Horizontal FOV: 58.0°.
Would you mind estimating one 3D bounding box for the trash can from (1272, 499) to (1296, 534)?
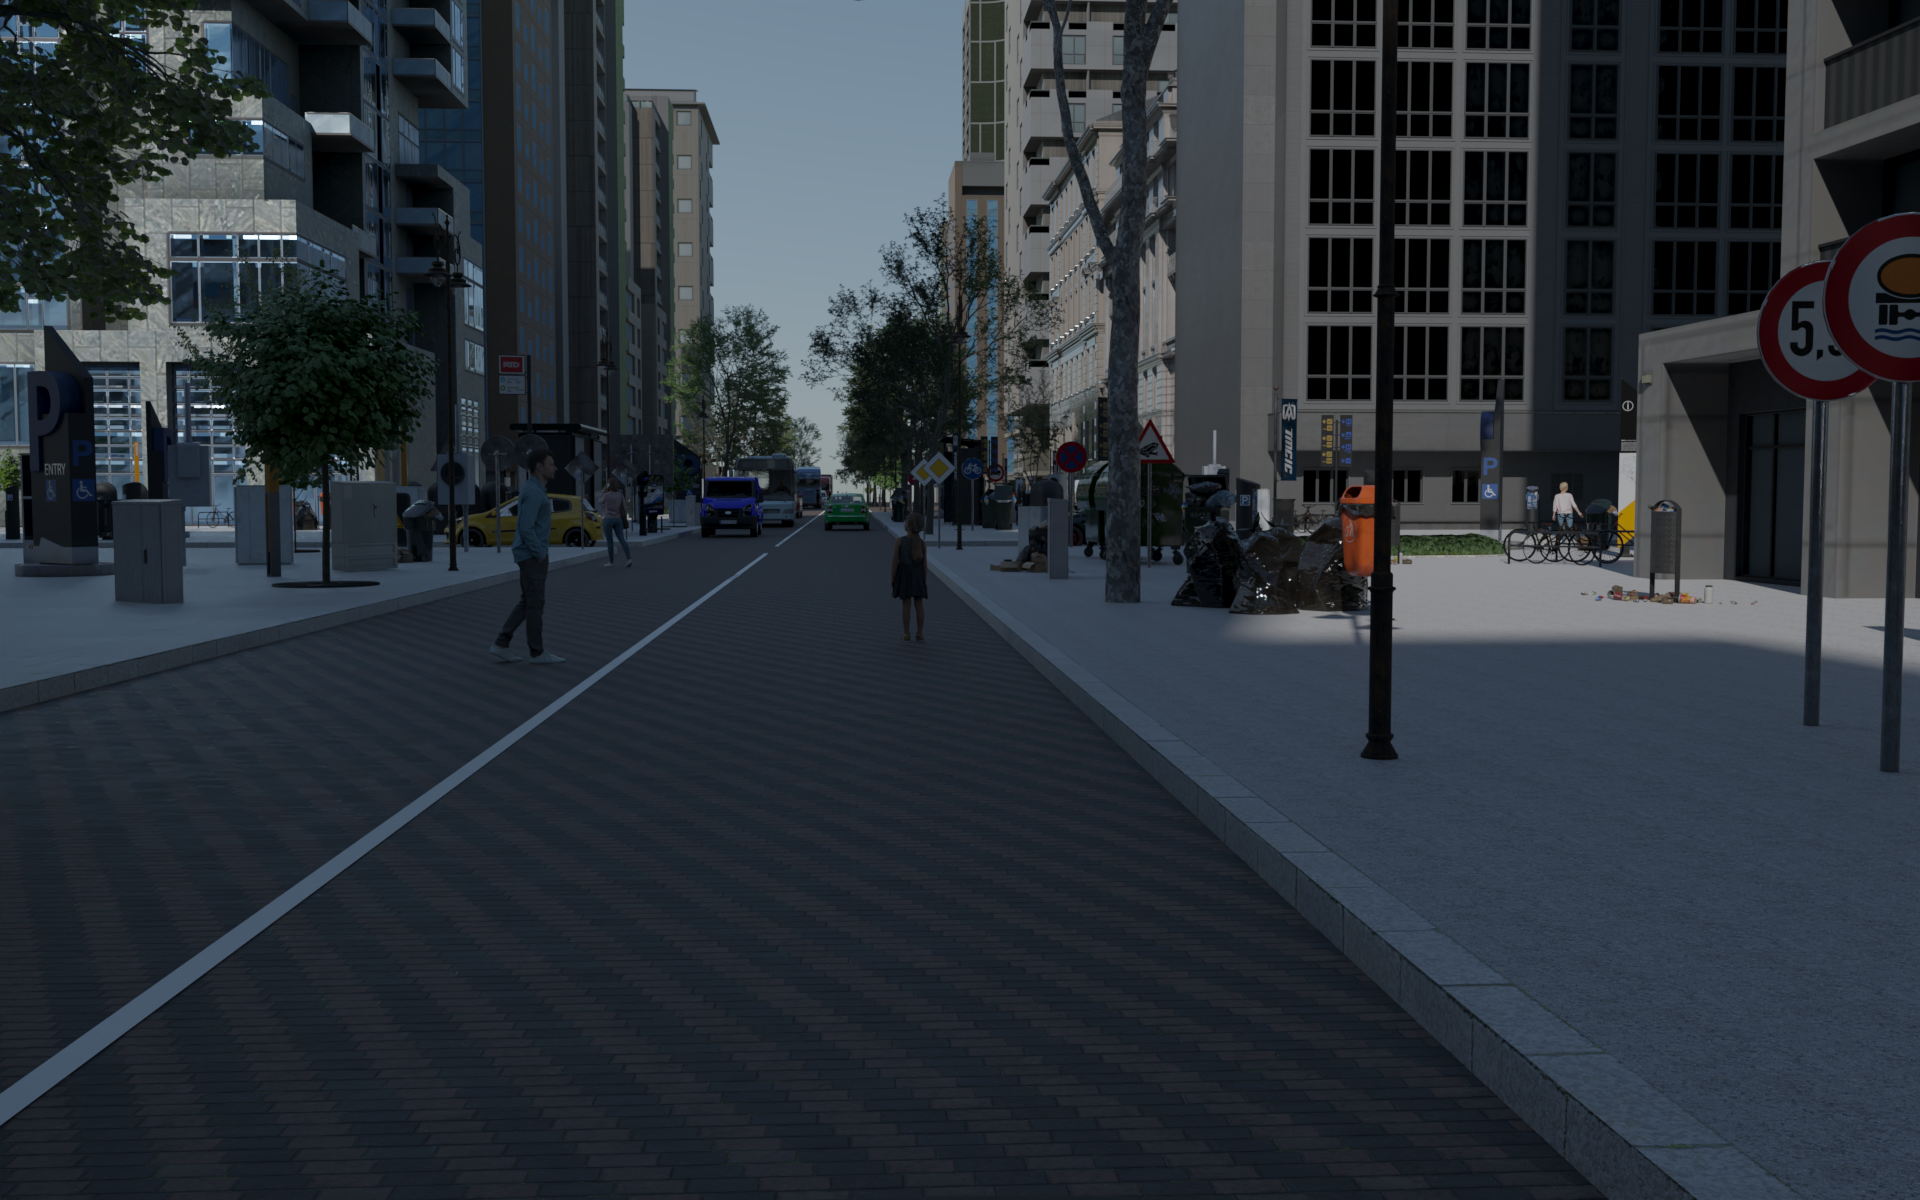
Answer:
[{"bbox_3d":[9.884,-2.519,52.847,0.748,1.137,0.748,0,3,0],"label":"trash can"}]

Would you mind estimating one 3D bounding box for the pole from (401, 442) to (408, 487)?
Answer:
[{"bbox_3d":[-15.154,-3.266,47.249,0.158,3.312,0.155,0,3,0],"label":"pole"}]

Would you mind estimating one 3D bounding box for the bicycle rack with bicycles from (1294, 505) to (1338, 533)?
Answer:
[{"bbox_3d":[11.442,-2.636,56.481,2.852,0.926,2.925,-3,5,-44],"label":"bicycle rack with bicycles"}]

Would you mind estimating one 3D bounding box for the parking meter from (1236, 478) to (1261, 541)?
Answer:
[{"bbox_3d":[4.424,-1.113,26.614,0.372,1.533,0.369,0,3,0],"label":"parking meter"}]

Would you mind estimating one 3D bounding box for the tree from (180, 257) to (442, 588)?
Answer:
[{"bbox_3d":[-8.963,-2.472,24.132,4.285,4.588,4.351,0,3,0],"label":"tree"}]

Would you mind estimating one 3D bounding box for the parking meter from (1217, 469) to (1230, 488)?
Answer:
[{"bbox_3d":[6.000,-2.067,39.512,0.255,1.863,0.399,1,4,15],"label":"parking meter"}]

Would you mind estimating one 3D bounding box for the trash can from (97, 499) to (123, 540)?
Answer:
[{"bbox_3d":[-23.814,-2.256,48.533,0.748,1.137,0.748,0,3,0],"label":"trash can"}]

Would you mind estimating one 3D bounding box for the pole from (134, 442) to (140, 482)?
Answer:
[{"bbox_3d":[-32.223,-4.525,67.829,0.158,3.312,0.155,0,3,0],"label":"pole"}]

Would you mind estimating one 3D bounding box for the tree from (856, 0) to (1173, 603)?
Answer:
[{"bbox_3d":[2.958,-10.102,21.057,12.611,20.169,13.585,0,3,0],"label":"tree"}]

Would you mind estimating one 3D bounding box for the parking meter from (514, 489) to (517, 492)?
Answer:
[{"bbox_3d":[-22.283,-4.830,87.384,0.372,1.533,0.369,0,3,0],"label":"parking meter"}]

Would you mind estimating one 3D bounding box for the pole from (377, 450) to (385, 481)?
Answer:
[{"bbox_3d":[-16.556,-3.406,49.532,0.158,3.312,0.155,0,3,0],"label":"pole"}]

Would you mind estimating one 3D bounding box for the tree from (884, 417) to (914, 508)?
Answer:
[{"bbox_3d":[-5.982,-12.451,153.936,4.360,8.622,3.978,0,3,0],"label":"tree"}]

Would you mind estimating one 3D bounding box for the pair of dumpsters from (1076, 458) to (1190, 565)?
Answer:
[{"bbox_3d":[3.281,-1.878,33.204,1.574,2.255,4.437,0,4,-4],"label":"pair of dumpsters"}]

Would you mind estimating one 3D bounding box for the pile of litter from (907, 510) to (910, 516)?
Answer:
[{"bbox_3d":[-3.213,-4.990,95.547,1.719,0.858,1.176,2,4,31],"label":"pile of litter"}]

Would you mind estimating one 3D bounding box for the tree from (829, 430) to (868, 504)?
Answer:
[{"bbox_3d":[-12.642,-19.881,235.416,12.009,13.543,11.850,0,3,0],"label":"tree"}]

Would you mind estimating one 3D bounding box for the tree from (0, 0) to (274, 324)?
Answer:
[{"bbox_3d":[-8.363,-5.642,10.378,7.486,12.596,7.792,0,3,0],"label":"tree"}]

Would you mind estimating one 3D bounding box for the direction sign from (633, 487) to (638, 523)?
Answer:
[{"bbox_3d":[-14.564,-5.228,77.481,0.379,3.537,0.876,3,5,43],"label":"direction sign"}]

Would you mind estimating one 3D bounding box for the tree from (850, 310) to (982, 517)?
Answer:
[{"bbox_3d":[-2.567,-10.489,97.258,9.928,11.665,9.643,0,3,0],"label":"tree"}]

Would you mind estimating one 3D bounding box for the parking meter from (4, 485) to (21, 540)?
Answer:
[{"bbox_3d":[-26.752,-2.475,48.885,0.372,1.533,0.369,0,3,0],"label":"parking meter"}]

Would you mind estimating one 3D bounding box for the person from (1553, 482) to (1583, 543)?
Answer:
[{"bbox_3d":[15.805,-2.192,45.008,0.731,1.740,0.598,1,4,14],"label":"person"}]

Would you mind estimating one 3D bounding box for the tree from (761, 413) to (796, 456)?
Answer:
[{"bbox_3d":[-16.402,-12.281,151.149,4.360,8.622,3.978,0,3,0],"label":"tree"}]

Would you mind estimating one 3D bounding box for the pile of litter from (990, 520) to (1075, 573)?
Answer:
[{"bbox_3d":[1.187,-0.903,28.736,1.176,0.858,1.719,-1,4,-23],"label":"pile of litter"}]

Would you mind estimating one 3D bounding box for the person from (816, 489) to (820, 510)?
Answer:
[{"bbox_3d":[-13.004,-9.171,158.079,0.705,1.869,1.348,-1,4,-11],"label":"person"}]

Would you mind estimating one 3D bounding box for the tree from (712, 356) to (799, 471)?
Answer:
[{"bbox_3d":[-17.017,-13.716,142.381,7.486,12.596,7.792,0,3,0],"label":"tree"}]

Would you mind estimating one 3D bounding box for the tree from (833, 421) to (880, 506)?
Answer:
[{"bbox_3d":[-9.309,-16.767,191.151,9.611,12.733,9.660,0,3,0],"label":"tree"}]

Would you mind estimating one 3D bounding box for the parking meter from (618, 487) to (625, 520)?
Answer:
[{"bbox_3d":[-15.676,-4.564,80.329,0.399,1.863,0.255,1,4,18],"label":"parking meter"}]

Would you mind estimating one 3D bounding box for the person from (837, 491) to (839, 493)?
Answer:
[{"bbox_3d":[-15.527,-12.978,220.672,0.705,1.826,1.348,-1,4,-22],"label":"person"}]

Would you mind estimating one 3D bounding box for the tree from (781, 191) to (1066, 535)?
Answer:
[{"bbox_3d":[-1.000,-7.339,54.401,8.767,10.594,7.601,0,4,-1],"label":"tree"}]

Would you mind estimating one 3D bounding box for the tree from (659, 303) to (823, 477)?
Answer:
[{"bbox_3d":[-12.641,-10.280,93.830,9.928,11.665,9.643,0,3,0],"label":"tree"}]

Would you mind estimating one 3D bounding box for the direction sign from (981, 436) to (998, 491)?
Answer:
[{"bbox_3d":[1.149,-4.647,67.981,0.876,3.537,0.379,-3,5,-40],"label":"direction sign"}]

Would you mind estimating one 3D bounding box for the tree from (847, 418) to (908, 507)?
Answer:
[{"bbox_3d":[-8.027,-15.728,175.286,7.486,12.596,7.792,0,3,0],"label":"tree"}]

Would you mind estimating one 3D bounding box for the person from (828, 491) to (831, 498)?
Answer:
[{"bbox_3d":[-17.460,-13.741,233.121,0.705,1.831,1.348,-3,5,-40],"label":"person"}]

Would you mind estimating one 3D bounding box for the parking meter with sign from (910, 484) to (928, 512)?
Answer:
[{"bbox_3d":[-2.067,-6.850,108.262,1.738,3.016,0.543,1,4,10],"label":"parking meter with sign"}]

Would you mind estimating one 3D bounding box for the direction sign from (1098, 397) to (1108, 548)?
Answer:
[{"bbox_3d":[3.544,-2.979,40.705,0.876,3.537,0.379,-3,5,-42],"label":"direction sign"}]

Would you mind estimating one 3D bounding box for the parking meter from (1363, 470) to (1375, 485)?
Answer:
[{"bbox_3d":[9.894,-2.205,41.768,0.255,1.863,0.399,0,4,-4],"label":"parking meter"}]

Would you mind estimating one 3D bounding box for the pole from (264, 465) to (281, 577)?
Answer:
[{"bbox_3d":[-10.657,-2.016,26.805,0.158,3.312,0.155,0,3,0],"label":"pole"}]

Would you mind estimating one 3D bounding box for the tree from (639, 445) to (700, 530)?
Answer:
[{"bbox_3d":[-11.120,-4.413,66.752,1.663,3.219,1.824,0,3,0],"label":"tree"}]

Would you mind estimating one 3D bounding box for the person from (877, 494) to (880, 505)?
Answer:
[{"bbox_3d":[-9.564,-11.798,204.624,0.599,1.433,0.991,2,4,33],"label":"person"}]

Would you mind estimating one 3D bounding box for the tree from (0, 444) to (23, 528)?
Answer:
[{"bbox_3d":[-36.608,-4.426,66.965,1.663,3.219,1.824,0,3,0],"label":"tree"}]

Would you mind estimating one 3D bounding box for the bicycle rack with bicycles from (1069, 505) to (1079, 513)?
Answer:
[{"bbox_3d":[4.563,-4.131,80.924,2.925,0.926,2.852,0,4,5],"label":"bicycle rack with bicycles"}]

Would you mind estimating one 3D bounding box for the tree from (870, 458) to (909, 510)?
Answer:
[{"bbox_3d":[-5.613,-9.570,140.189,4.285,4.588,4.351,0,3,0],"label":"tree"}]

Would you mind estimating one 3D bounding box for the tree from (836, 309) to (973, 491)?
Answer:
[{"bbox_3d":[-3.779,-12.723,114.683,9.857,13.997,8.962,0,3,0],"label":"tree"}]

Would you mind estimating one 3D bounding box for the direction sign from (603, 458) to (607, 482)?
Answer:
[{"bbox_3d":[-22.239,-7.194,109.626,0.379,3.537,0.876,3,5,41],"label":"direction sign"}]

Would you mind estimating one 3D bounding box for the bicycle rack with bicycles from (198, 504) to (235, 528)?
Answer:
[{"bbox_3d":[-27.344,-3.202,65.735,2.852,0.926,2.925,1,4,15],"label":"bicycle rack with bicycles"}]

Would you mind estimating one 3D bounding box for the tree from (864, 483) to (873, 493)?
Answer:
[{"bbox_3d":[-14.759,-17.481,280.417,1.663,3.219,1.824,0,3,0],"label":"tree"}]

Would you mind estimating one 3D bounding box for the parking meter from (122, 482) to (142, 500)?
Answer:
[{"bbox_3d":[-17.805,-1.765,37.271,0.372,1.533,0.369,0,3,0],"label":"parking meter"}]

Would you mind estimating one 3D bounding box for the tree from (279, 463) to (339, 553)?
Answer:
[{"bbox_3d":[-14.618,-2.650,37.925,1.663,3.219,1.824,0,3,0],"label":"tree"}]

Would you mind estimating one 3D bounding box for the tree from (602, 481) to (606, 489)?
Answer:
[{"bbox_3d":[-22.422,-7.177,111.940,1.663,3.219,1.824,0,3,0],"label":"tree"}]

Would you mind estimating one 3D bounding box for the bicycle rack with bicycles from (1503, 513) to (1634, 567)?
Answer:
[{"bbox_3d":[11.294,-1.132,31.892,2.852,0.926,2.925,-3,5,-42],"label":"bicycle rack with bicycles"}]

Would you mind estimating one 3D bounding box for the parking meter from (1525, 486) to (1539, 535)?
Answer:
[{"bbox_3d":[17.865,-2.794,54.094,0.372,1.533,0.369,0,3,0],"label":"parking meter"}]

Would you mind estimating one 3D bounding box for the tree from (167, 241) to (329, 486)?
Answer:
[{"bbox_3d":[-20.038,-6.079,49.760,4.737,8.622,4.395,0,3,0],"label":"tree"}]

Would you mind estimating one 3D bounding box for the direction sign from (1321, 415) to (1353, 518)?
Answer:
[{"bbox_3d":[10.760,-3.519,49.539,0.876,3.537,0.379,0,4,4],"label":"direction sign"}]

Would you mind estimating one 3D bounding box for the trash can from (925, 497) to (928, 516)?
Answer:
[{"bbox_3d":[-2.188,-5.404,100.011,0.748,1.137,0.748,0,3,0],"label":"trash can"}]

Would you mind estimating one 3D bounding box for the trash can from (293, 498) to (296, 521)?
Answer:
[{"bbox_3d":[-22.145,-2.764,56.839,0.748,1.137,0.748,0,3,0],"label":"trash can"}]

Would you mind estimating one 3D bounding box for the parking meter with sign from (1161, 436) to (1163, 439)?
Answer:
[{"bbox_3d":[5.155,-3.385,51.604,1.738,3.016,0.543,-2,4,-29],"label":"parking meter with sign"}]

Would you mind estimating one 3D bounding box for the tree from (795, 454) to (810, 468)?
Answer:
[{"bbox_3d":[-25.720,-20.216,280.893,4.737,8.622,4.395,0,3,0],"label":"tree"}]

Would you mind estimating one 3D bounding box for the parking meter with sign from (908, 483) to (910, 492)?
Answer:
[{"bbox_3d":[-3.769,-7.811,123.964,1.738,3.016,0.543,0,4,4],"label":"parking meter with sign"}]

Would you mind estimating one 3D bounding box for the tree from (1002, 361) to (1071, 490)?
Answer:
[{"bbox_3d":[4.143,-8.956,96.799,4.360,8.622,3.978,0,3,0],"label":"tree"}]

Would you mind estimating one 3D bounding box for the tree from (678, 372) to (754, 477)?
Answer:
[{"bbox_3d":[-14.666,-9.362,103.429,4.360,8.622,3.978,0,3,0],"label":"tree"}]
